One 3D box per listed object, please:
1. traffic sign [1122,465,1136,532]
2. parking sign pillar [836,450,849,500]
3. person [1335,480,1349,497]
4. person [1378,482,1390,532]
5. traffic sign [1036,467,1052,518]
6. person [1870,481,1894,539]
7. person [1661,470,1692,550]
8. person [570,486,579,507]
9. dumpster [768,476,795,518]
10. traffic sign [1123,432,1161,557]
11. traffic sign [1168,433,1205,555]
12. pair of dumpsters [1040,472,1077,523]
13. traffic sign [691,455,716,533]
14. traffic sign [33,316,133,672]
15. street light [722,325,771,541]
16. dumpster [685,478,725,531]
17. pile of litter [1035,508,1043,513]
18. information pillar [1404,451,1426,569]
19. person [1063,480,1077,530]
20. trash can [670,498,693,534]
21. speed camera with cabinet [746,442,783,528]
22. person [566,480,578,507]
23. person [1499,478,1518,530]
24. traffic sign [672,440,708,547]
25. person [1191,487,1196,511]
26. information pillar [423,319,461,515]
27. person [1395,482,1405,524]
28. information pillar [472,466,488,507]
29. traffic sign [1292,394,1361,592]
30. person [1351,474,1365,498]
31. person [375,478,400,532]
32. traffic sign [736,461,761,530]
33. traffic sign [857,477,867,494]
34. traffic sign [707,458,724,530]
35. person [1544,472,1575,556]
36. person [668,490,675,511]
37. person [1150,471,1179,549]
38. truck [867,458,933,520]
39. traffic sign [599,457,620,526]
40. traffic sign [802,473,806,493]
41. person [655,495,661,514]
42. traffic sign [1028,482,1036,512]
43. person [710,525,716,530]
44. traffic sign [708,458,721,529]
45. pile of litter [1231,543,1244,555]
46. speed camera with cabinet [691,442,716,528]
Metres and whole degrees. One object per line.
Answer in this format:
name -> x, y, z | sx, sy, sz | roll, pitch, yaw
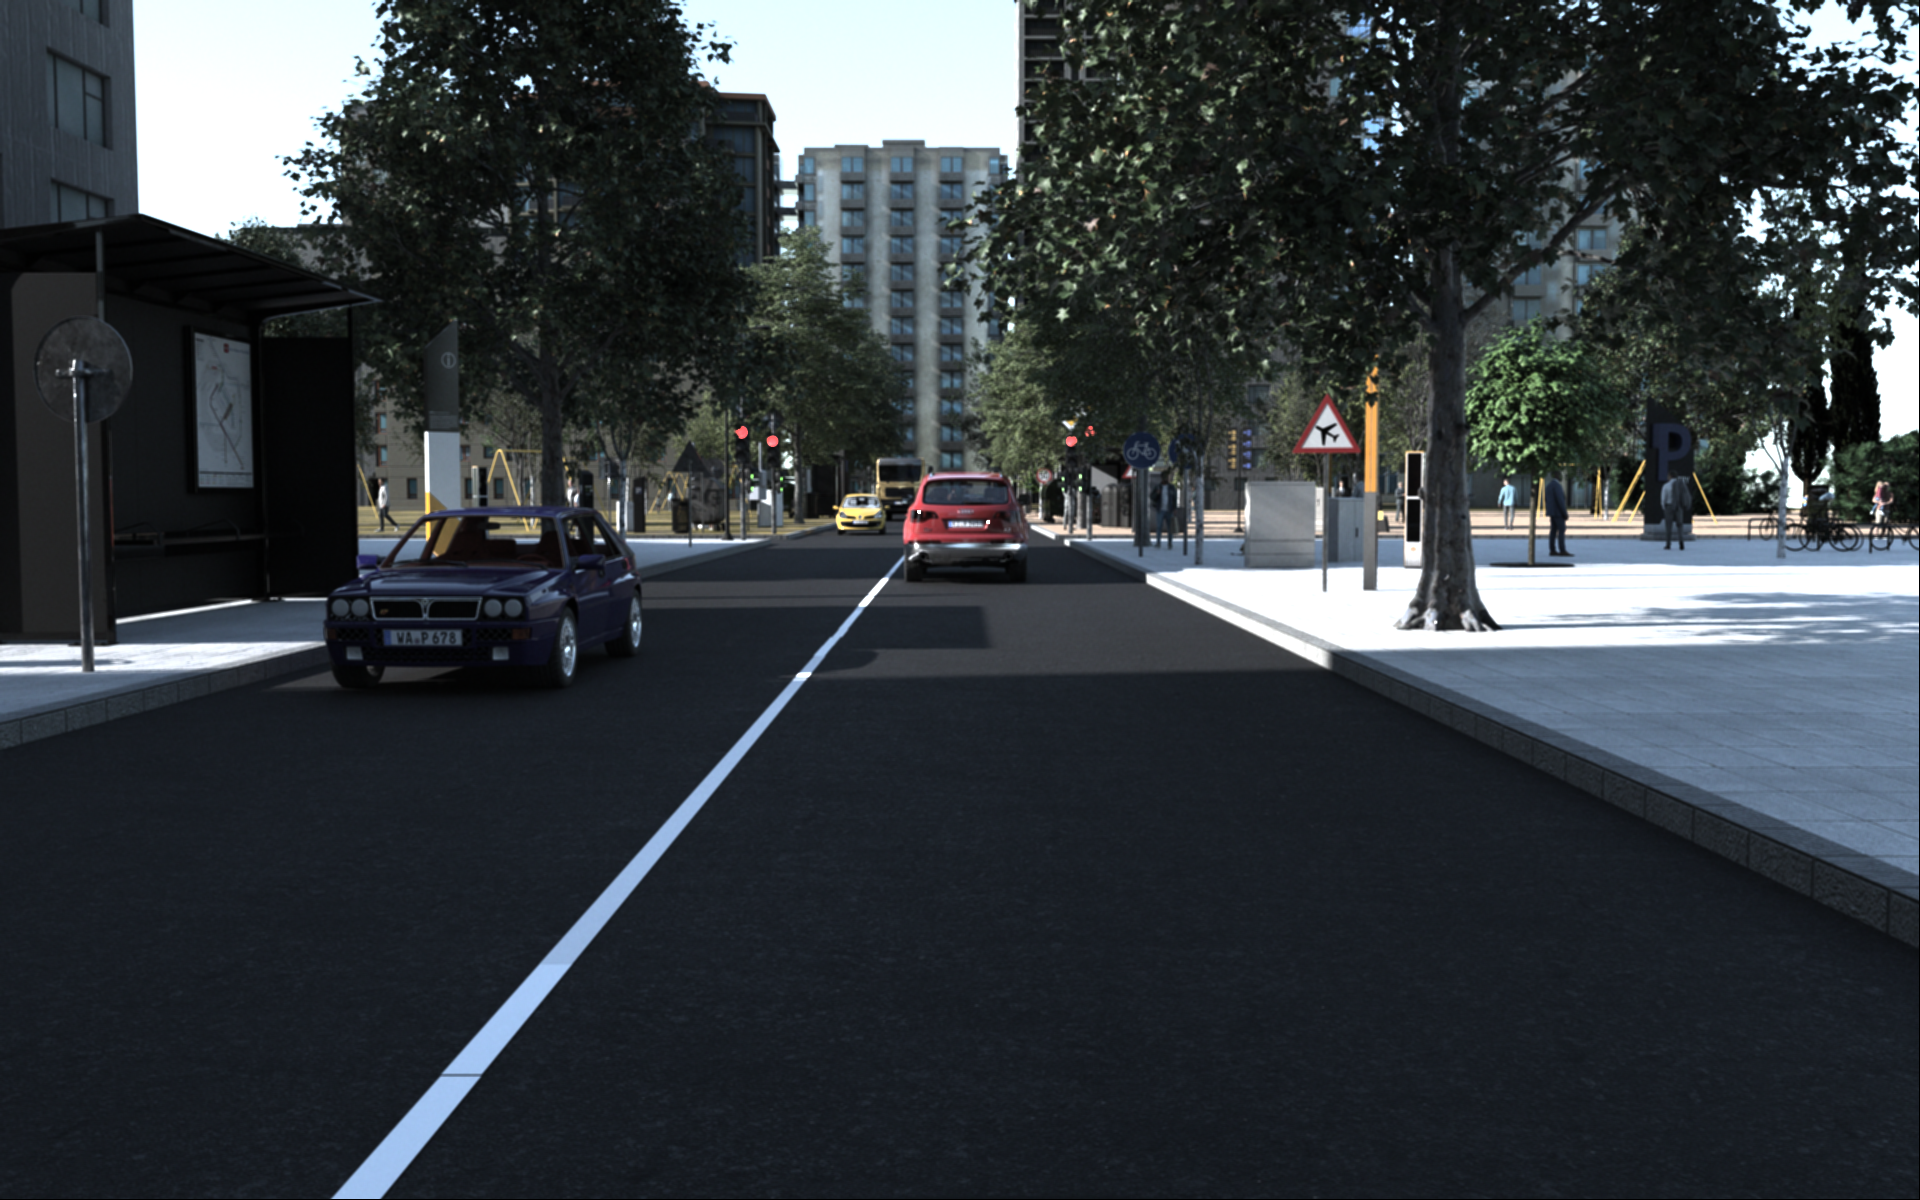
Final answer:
traffic sign -> 5.913, -3.581, 58.549 | 0.884, 2.594, 0.081 | 0, 4, 3
parking sign pillar -> -7.026, -6.796, 99.580 | 1.447, 3.967, 1.447 | 3, 4, 37
person -> 15.989, -4.070, 72.365 | 0.659, 1.850, 0.755 | 0, 4, 6
person -> 13.903, -3.122, 57.306 | 0.699, 1.804, 1.509 | 2, 4, 35
traffic sign -> 4.023, -5.060, 82.845 | 0.768, 2.556, 0.104 | 0, 4, 4
person -> 28.195, -2.723, 52.990 | 0.580, 1.828, 0.573 | -3, 4, -37
person -> 16.529, -2.070, 39.988 | 0.679, 1.850, 0.850 | 0, 4, 4
person -> -10.463, -2.387, 47.668 | 0.523, 1.515, 0.503 | -2, 4, -29
dumpster -> -9.587, -5.577, 93.674 | 1.502, 2.255, 1.985 | 0, 3, 0
traffic sign -> 3.701, -2.157, 35.376 | 0.768, 2.556, 0.104 | 0, 4, 3
traffic sign -> 4.716, -2.206, 36.176 | 0.768, 2.556, 0.104 | 0, 4, 0
pair of dumpsters -> 4.504, -4.641, 78.381 | 1.574, 2.255, 4.437 | 0, 3, 0
traffic sign -> -8.519, -3.506, 57.322 | 0.884, 2.594, 0.081 | 0, 4, 4
traffic sign -> -6.296, -0.754, 12.431 | 0.768, 2.556, 0.104 | 1, 4, 8
street light -> -5.902, -4.604, 47.819 | 1.470, 5.913, 1.316 | 0, 3, 0
dumpster -> -8.791, -3.318, 60.009 | 1.264, 1.857, 1.865 | 0, 3, 0
pile of litter -> 5.773, -6.366, 118.053 | 1.176, 0.858, 1.719 | -1, 4, -19
information pillar -> 7.841, -1.551, 29.850 | 0.304, 2.012, 0.304 | 1, 4, 22
person -> 3.948, -3.416, 62.075 | 0.511, 1.800, 0.466 | 1, 4, 19
trash can -> -9.053, -2.729, 56.278 | 0.748, 1.137, 0.748 | 0, 3, 0
speed camera with cabinet -> -7.545, -4.439, 66.915 | 0.660, 3.252, 2.038 | 1, 4, 21
person -> -13.266, -3.222, 59.123 | 0.661, 1.777, 0.834 | 1, 4, 21
person -> 19.593, -3.428, 61.949 | 0.638, 1.841, 0.748 | 1, 4, 22
traffic sign -> -6.549, -2.569, 42.003 | 0.884, 2.594, 0.081 | 0, 4, 7
person -> 17.164, -7.392, 126.879 | 0.713, 1.824, 0.794 | 2, 4, 28
information pillar -> -6.909, -1.946, 23.176 | 0.183, 3.616, 0.504 | 3, 5, 44
person -> 19.095, -4.192, 74.752 | 0.661, 1.801, 0.590 | -3, 4, -38
information pillar -> -12.738, -2.540, 46.023 | 0.304, 2.012, 0.304 | -3, 5, -43
traffic sign -> 4.769, -1.381, 22.585 | 0.884, 2.594, 0.081 | 0, 4, 4
person -> 10.561, -2.429, 45.886 | 0.709, 1.813, 0.853 | -3, 5, -43
person -> -19.568, -3.254, 59.100 | 0.795, 1.843, 0.661 | -2, 4, -29
traffic sign -> -7.455, -3.727, 60.935 | 0.884, 2.594, 0.081 | 0, 4, 1
traffic sign -> -7.118, -7.706, 126.100 | 0.768, 2.556, 0.104 | 0, 4, 2
traffic sign -> -8.694, -3.730, 61.095 | 0.768, 2.556, 0.104 | 0, 4, 3
person -> 12.386, -1.817, 35.926 | 0.419, 1.800, 0.721 | -1, 4, -15
person -> -21.639, -7.449, 129.644 | 0.589, 1.601, 0.330 | 1, 4, 18
person -> 4.760, -2.068, 39.844 | 0.794, 1.824, 0.713 | 1, 4, 23
truck -> -3.212, -6.033, 94.570 | 3.469, 3.379, 9.791 | 0, 4, -1
traffic sign -> -9.772, -2.825, 48.324 | 0.606, 2.300, 0.079 | 0, 4, 4
traffic sign -> -9.338, -6.343, 103.820 | 0.768, 2.556, 0.104 | 0, 4, 4
person -> -19.921, -6.295, 113.981 | 0.505, 1.210, 0.382 | 2, 4, 35
traffic sign -> 4.943, -7.432, 121.625 | 0.768, 2.556, 0.104 | 0, 4, 8
person -> -8.772, -3.106, 61.515 | 0.332, 1.250, 0.352 | 0, 4, 1
traffic sign -> -9.097, -3.840, 62.794 | 0.884, 2.594, 0.081 | 0, 4, 6
pile of litter -> 6.487, -1.395, 36.776 | 1.719, 0.858, 1.176 | -1, 4, -17
speed camera with cabinet -> -9.752, -4.365, 65.700 | 0.660, 3.252, 2.038 | -1, 4, -22
